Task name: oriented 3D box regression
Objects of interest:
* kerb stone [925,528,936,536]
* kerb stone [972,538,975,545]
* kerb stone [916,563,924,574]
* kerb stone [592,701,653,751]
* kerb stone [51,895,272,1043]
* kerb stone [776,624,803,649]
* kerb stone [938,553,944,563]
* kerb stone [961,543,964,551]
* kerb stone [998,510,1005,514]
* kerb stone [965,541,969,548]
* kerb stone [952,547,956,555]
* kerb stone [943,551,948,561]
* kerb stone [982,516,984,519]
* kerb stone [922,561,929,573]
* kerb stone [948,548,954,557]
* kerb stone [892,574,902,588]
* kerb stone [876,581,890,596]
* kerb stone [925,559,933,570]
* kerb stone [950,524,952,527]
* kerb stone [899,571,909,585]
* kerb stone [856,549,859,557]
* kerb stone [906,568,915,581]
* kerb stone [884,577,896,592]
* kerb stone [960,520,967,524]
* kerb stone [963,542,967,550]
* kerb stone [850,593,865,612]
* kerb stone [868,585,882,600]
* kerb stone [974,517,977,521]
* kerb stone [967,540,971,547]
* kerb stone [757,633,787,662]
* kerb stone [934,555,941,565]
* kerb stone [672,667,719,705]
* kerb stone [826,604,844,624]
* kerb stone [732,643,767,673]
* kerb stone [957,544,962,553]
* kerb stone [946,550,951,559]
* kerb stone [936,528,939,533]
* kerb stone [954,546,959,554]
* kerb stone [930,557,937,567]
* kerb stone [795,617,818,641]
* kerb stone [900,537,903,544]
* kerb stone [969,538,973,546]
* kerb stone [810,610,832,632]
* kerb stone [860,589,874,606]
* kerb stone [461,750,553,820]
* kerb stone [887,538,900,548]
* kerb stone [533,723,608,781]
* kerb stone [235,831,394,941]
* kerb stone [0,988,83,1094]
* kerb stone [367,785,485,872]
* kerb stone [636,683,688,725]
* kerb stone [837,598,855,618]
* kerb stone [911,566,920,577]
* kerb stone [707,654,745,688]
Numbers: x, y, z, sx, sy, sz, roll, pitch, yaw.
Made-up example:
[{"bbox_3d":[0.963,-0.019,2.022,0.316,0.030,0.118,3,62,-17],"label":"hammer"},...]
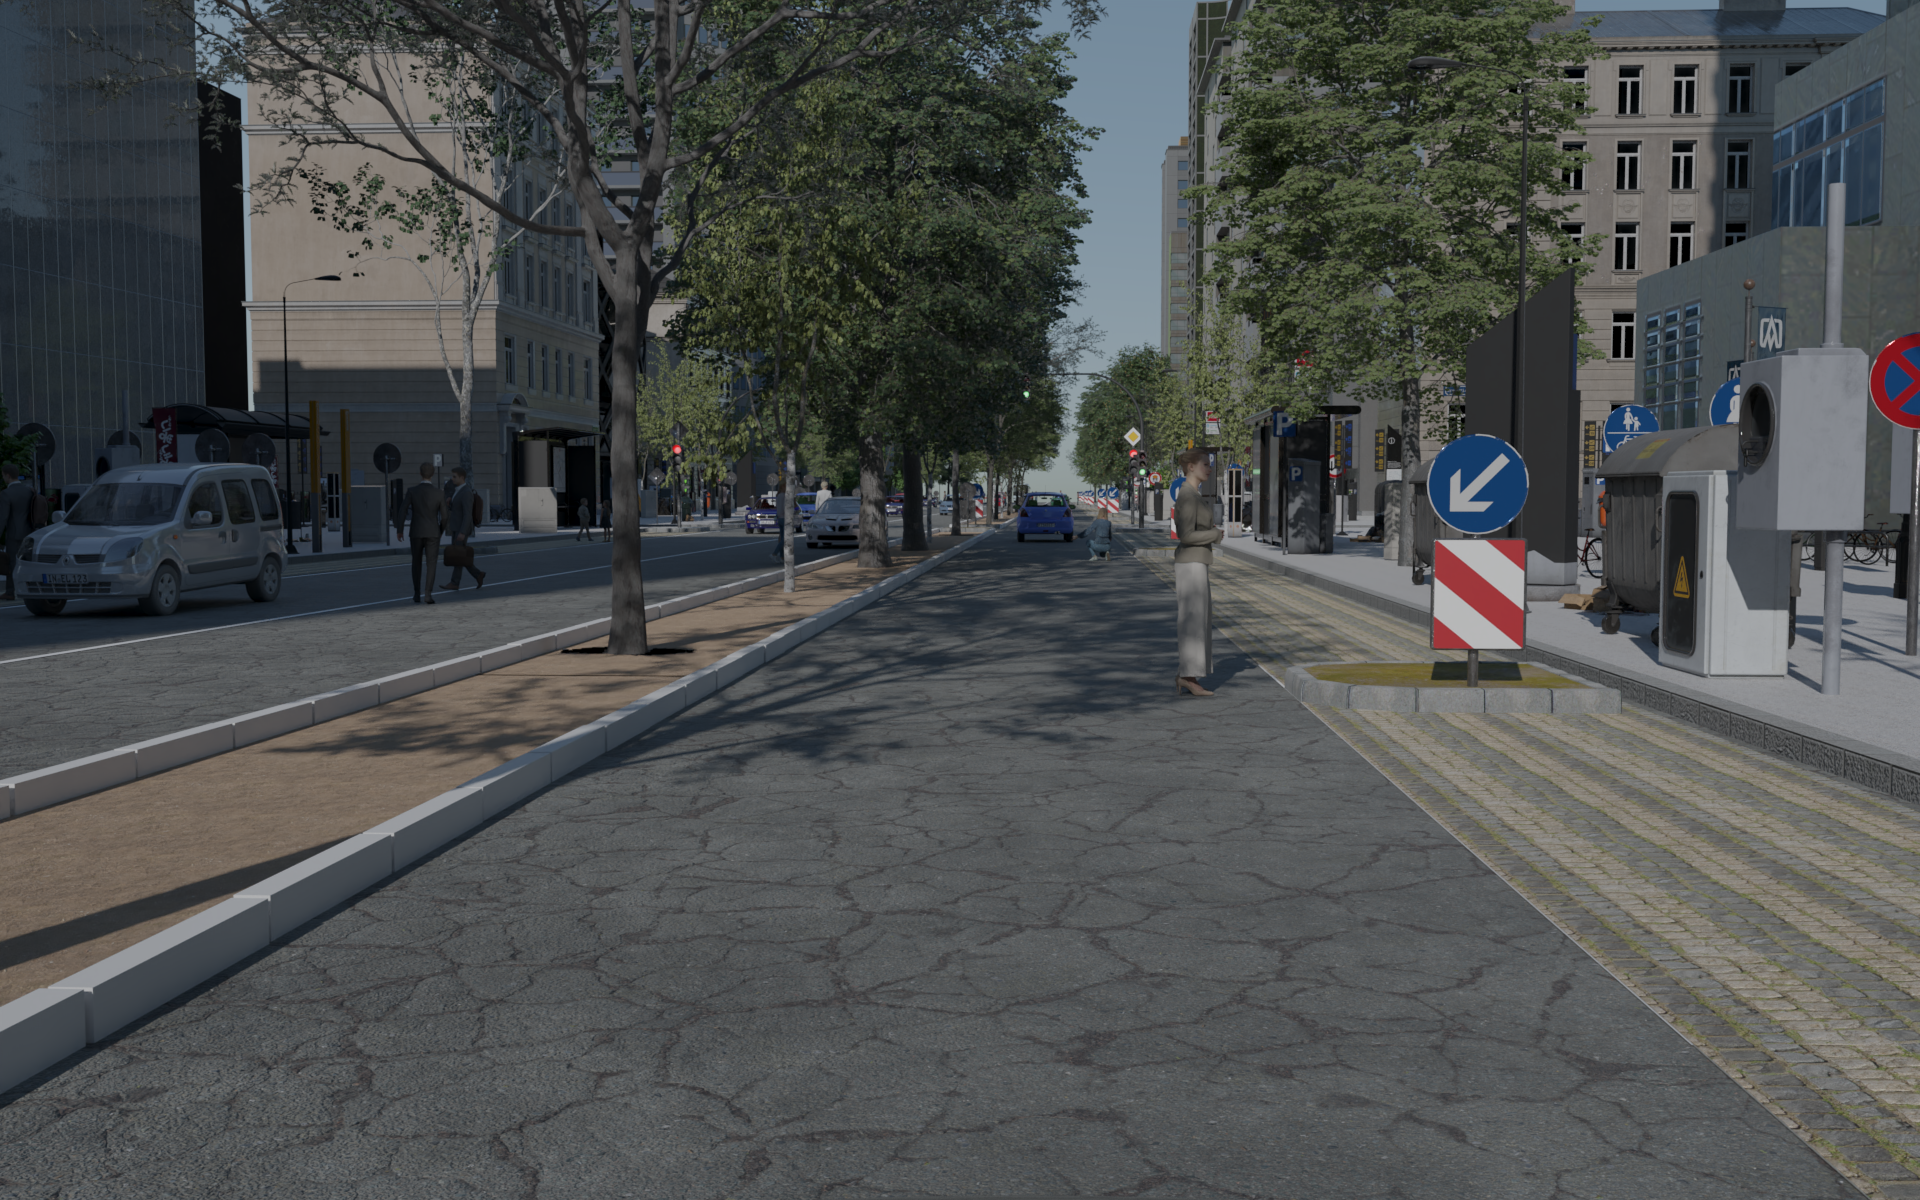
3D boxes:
[{"bbox_3d":[-1.042,-2.394,61.414,0.120,0.150,1.000,0,4,3],"label":"kerb stone"},{"bbox_3d":[0.263,-1.571,47.986,0.120,0.150,1.000,0,4,3],"label":"kerb stone"},{"bbox_3d":[-0.780,-0.514,30.591,0.120,0.150,1.000,0,4,3],"label":"kerb stone"},{"bbox_3d":[-1.991,0.743,10.130,0.120,0.150,1.000,0,4,3],"label":"kerb stone"},{"bbox_3d":[-2.289,1.054,5.016,0.120,0.150,1.000,0,4,3],"label":"kerb stone"},{"bbox_3d":[-1.633,0.363,16.257,0.120,0.150,1.000,0,4,3],"label":"kerb stone"},{"bbox_3d":[-0.473,-0.827,35.712,0.120,0.150,1.000,0,4,3],"label":"kerb stone"},{"bbox_3d":[-0.045,-1.265,42.875,0.120,0.150,1.000,0,4,3],"label":"kerb stone"},{"bbox_3d":[3.196,-6.750,132.563,0.120,0.150,1.000,0,4,3],"label":"kerb stone"},{"bbox_3d":[0.076,-1.390,44.916,0.120,0.150,1.000,0,4,3],"label":"kerb stone"},{"bbox_3d":[-0.231,-1.077,39.810,0.120,0.150,1.000,0,4,3],"label":"kerb stone"},{"bbox_3d":[-0.405,-0.890,36.742,0.120,0.150,1.000,0,4,3],"label":"kerb stone"},{"bbox_3d":[1.132,-4.624,97.797,0.120,0.150,1.000,0,4,3],"label":"kerb stone"},{"bbox_3d":[-0.708,-0.576,31.613,0.120,0.150,1.000,0,4,3],"label":"kerb stone"},{"bbox_3d":[-0.289,-1.011,38.788,0.120,0.150,1.000,0,4,3],"label":"kerb stone"},{"bbox_3d":[-1.027,-0.262,26.501,0.120,0.150,1.000,0,4,3],"label":"kerb stone"},{"bbox_3d":[-1.136,-0.137,24.456,0.120,0.150,1.000,0,4,3],"label":"kerb stone"},{"bbox_3d":[-0.650,-0.639,32.638,0.120,0.150,1.000,0,4,3],"label":"kerb stone"},{"bbox_3d":[-0.219,-3.247,75.301,0.120,0.150,1.000,0,4,3],"label":"kerb stone"},{"bbox_3d":[-0.961,-0.325,27.521,0.120,0.150,1.000,0,4,3],"label":"kerb stone"},{"bbox_3d":[-2.386,-1.021,38.883,0.120,0.150,1.000,0,4,3],"label":"kerb stone"},{"bbox_3d":[-0.892,-0.389,28.550,0.120,0.150,1.000,0,4,3],"label":"kerb stone"},{"bbox_3d":[-1.081,-0.201,25.477,0.120,0.150,1.000,0,4,3],"label":"kerb stone"},{"bbox_3d":[0.209,-3.678,82.461,0.120,0.150,1.000,0,4,3],"label":"kerb stone"},{"bbox_3d":[0.019,-1.327,43.896,0.120,0.150,1.000,0,4,3],"label":"kerb stone"},{"bbox_3d":[-1.318,0.051,21.384,0.120,0.150,1.000,0,4,3],"label":"kerb stone"},{"bbox_3d":[-1.205,-0.073,23.431,0.120,0.150,1.000,0,4,3],"label":"kerb stone"},{"bbox_3d":[0.694,-4.186,90.636,0.120,0.150,1.000,0,4,3],"label":"kerb stone"},{"bbox_3d":[0.141,-1.448,45.938,0.120,0.150,1.000,0,4,3],"label":"kerb stone"},{"bbox_3d":[-1.681,0.428,15.236,0.120,0.150,1.000,0,4,3],"label":"kerb stone"},{"bbox_3d":[-0.526,-0.764,34.686,0.120,0.150,1.000,0,4,3],"label":"kerb stone"},{"bbox_3d":[-1.874,0.613,12.172,0.120,0.150,1.000,0,4,3],"label":"kerb stone"},{"bbox_3d":[-1.444,0.183,19.320,0.120,0.150,1.000,0,4,3],"label":"kerb stone"},{"bbox_3d":[-1.755,0.488,14.216,0.120,0.150,1.000,0,4,3],"label":"kerb stone"},{"bbox_3d":[-0.102,-1.202,41.855,0.120,0.150,1.000,0,4,3],"label":"kerb stone"},{"bbox_3d":[-0.339,-0.952,37.762,0.120,0.150,1.000,0,4,3],"label":"kerb stone"},{"bbox_3d":[-0.858,-2.587,64.492,0.120,0.150,1.000,0,4,3],"label":"kerb stone"},{"bbox_3d":[-0.164,-1.134,40.834,0.120,0.150,1.000,0,4,3],"label":"kerb stone"},{"bbox_3d":[-0.596,-0.701,33.658,0.120,0.150,1.000,0,4,3],"label":"kerb stone"},{"bbox_3d":[-1.570,0.302,17.279,0.120,0.150,1.000,0,4,3],"label":"kerb stone"},{"bbox_3d":[-1.778,-1.646,49.107,0.120,0.150,1.000,0,4,3],"label":"kerb stone"},{"bbox_3d":[0.206,-1.515,46.965,0.120,0.150,1.000,0,4,3],"label":"kerb stone"},{"bbox_3d":[-1.505,0.238,18.300,0.120,0.150,1.000,0,4,3],"label":"kerb stone"},{"bbox_3d":[-1.261,-0.010,22.410,0.120,0.150,1.000,0,4,3],"label":"kerb stone"},{"bbox_3d":[-2.118,0.863,8.086,0.120,0.150,1.000,0,4,3],"label":"kerb stone"},{"bbox_3d":[-1.845,-1.584,48.087,0.120,0.150,1.000,0,4,3],"label":"kerb stone"},{"bbox_3d":[-2.058,0.800,9.110,0.120,0.150,1.000,0,4,3],"label":"kerb stone"},{"bbox_3d":[-2.234,0.988,6.040,0.120,0.150,1.000,0,4,3],"label":"kerb stone"},{"bbox_3d":[-2.358,1.113,3.996,0.120,0.150,1.000,0,4,3],"label":"kerb stone"},{"bbox_3d":[-2.172,0.926,7.060,0.120,0.150,1.000,0,4,3],"label":"kerb stone"},{"bbox_3d":[-1.938,0.680,11.152,0.120,0.150,1.000,0,4,3],"label":"kerb stone"},{"bbox_3d":[-1.382,0.113,20.351,0.120,0.150,1.000,0,4,3],"label":"kerb stone"},{"bbox_3d":[-0.835,-0.446,29.571,0.120,0.150,1.000,0,4,3],"label":"kerb stone"},{"bbox_3d":[-1.808,0.552,13.195,0.120,0.150,1.000,0,4,3],"label":"kerb stone"}]
